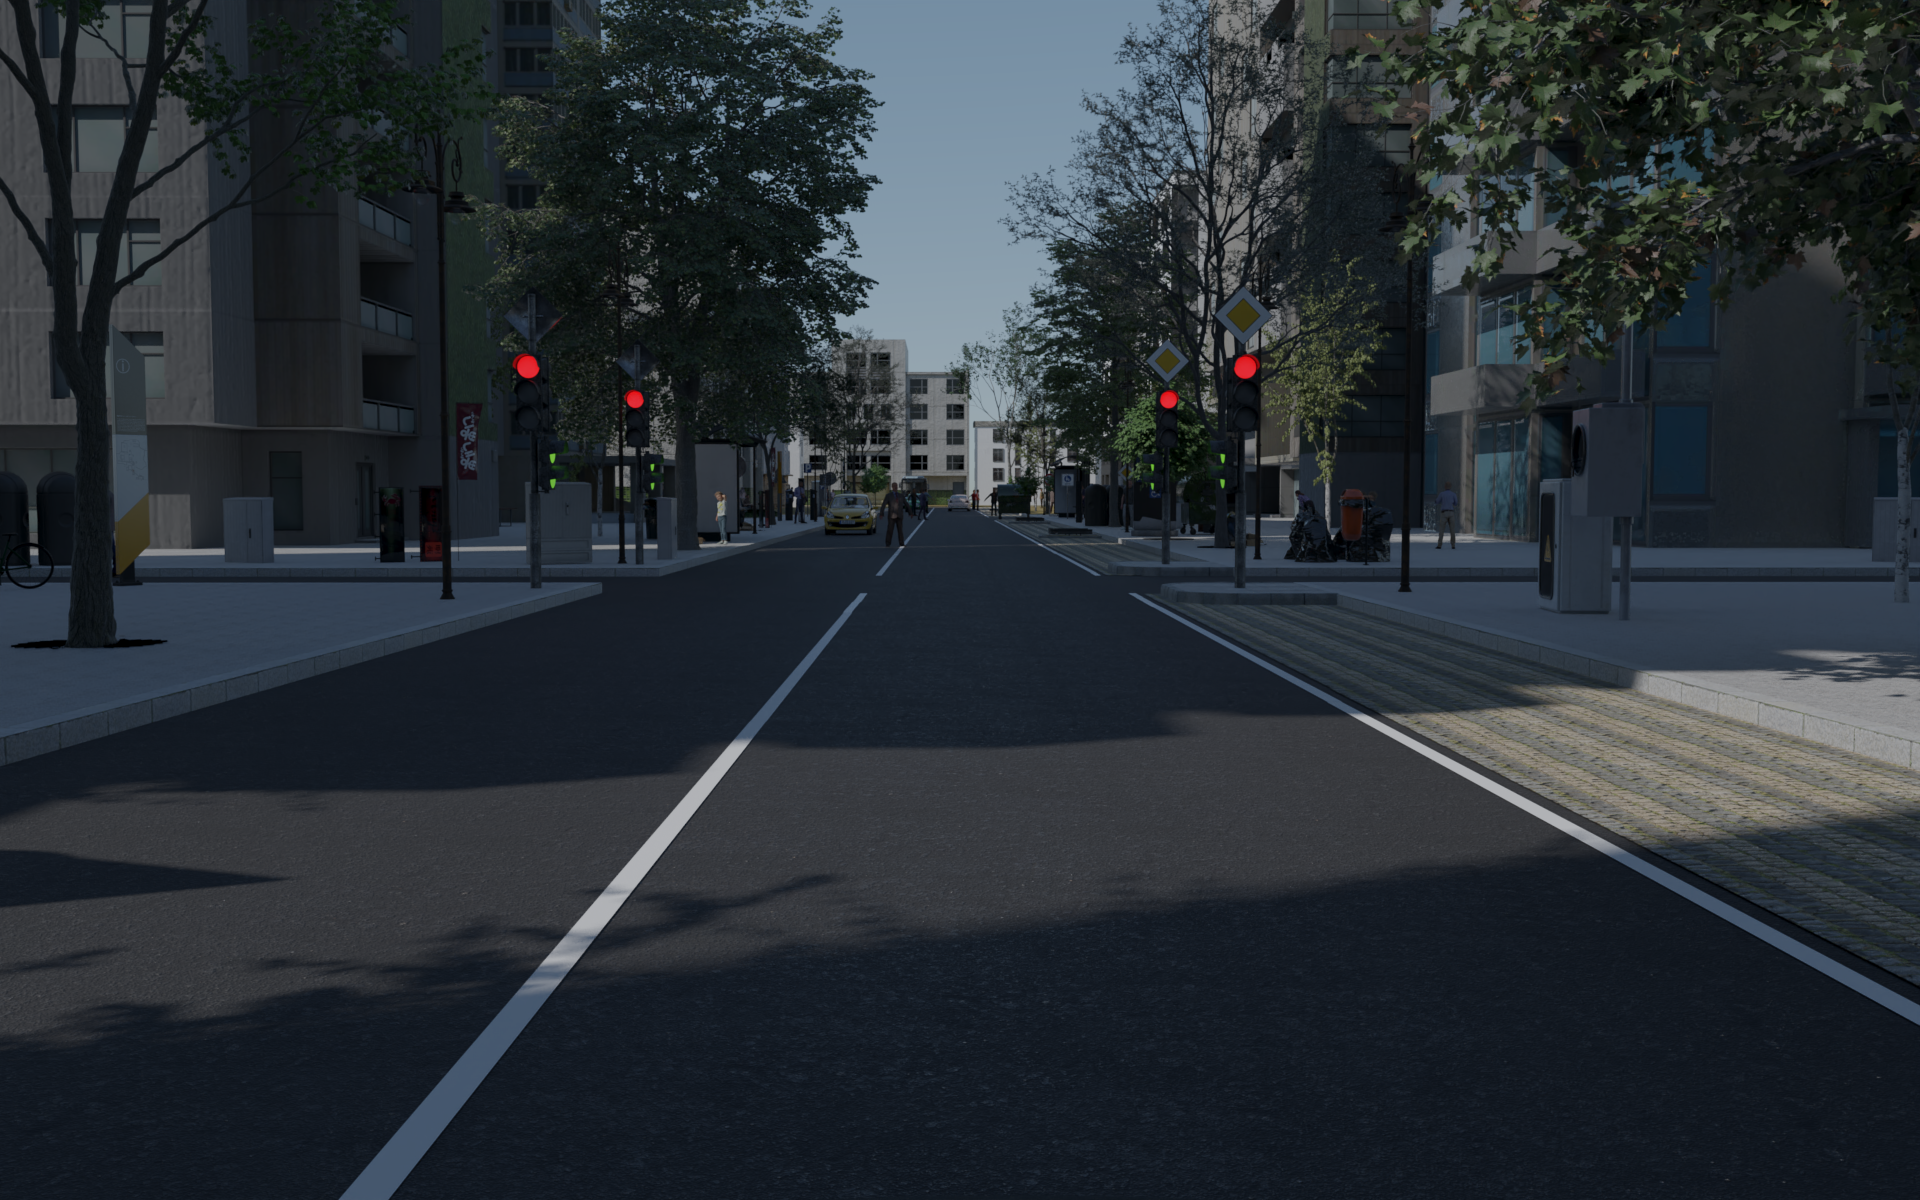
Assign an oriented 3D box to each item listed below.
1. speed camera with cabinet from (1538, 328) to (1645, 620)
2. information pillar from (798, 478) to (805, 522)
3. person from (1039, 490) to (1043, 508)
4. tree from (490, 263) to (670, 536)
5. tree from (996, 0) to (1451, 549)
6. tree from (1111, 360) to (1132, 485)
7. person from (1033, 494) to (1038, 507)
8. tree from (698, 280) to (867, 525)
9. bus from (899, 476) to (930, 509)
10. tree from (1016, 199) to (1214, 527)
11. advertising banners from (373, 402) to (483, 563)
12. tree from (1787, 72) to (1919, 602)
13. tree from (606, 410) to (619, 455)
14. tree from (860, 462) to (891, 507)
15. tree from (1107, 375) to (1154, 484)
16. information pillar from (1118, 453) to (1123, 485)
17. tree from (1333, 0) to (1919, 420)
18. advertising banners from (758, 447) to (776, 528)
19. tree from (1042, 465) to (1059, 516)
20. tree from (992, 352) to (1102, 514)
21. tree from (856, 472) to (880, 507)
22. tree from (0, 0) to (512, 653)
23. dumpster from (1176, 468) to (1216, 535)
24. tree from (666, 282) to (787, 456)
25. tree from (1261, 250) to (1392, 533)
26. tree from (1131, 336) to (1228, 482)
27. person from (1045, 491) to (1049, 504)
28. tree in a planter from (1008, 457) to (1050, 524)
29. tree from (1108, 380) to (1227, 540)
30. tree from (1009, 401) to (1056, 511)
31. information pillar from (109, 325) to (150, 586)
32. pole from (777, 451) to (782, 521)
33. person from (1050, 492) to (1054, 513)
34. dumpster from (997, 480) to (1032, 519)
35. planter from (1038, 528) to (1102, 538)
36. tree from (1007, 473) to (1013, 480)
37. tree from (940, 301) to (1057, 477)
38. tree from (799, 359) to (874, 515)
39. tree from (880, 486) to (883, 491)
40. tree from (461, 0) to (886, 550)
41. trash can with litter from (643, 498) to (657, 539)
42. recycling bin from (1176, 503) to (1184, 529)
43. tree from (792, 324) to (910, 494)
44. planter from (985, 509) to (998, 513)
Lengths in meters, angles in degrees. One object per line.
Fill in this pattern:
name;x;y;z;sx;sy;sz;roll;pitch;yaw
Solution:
speed camera with cabinet;6.671;-1.471;18.384;0.660;3.252;2.038;0;4;6
information pillar;-7.228;-4.557;79.004;0.304;2.012;0.304;0;4;-4
person;7.351;-9.205;156.640;0.705;1.812;1.348;0;4;-2
tree;-10.883;-6.254;52.619;4.737;8.622;4.395;0;3;0
tree;6.062;-7.963;40.560;12.009;13.543;11.850;0;3;0
tree;9.724;-8.548;90.114;4.737;8.622;4.395;0;3;0
person;7.275;-9.926;169.047;0.721;1.735;1.217;2;4;33
tree;-7.915;-8.410;71.913;8.767;10.594;7.601;-2;4;-28
bus;-4.581;-10.802;171.474;2.948;3.499;13.247;0;4;-2
tree;6.047;-9.083;66.626;7.486;12.596;7.792;0;3;0
advertising banners;-10.025;-2.237;32.757;2.074;3.025;0.090;-2;4;-32
tree;11.172;-4.263;20.063;4.737;8.622;4.395;0;3;0
tree;-22.099;-9.440;104.708;4.360;8.622;3.978;0;3;0
tree;-8.608;-11.856;177.562;4.285;4.588;4.351;0;3;0
tree;9.976;-9.064;98.553;4.360;8.622;3.978;0;3;0
information pillar;7.462;-5.459;80.616;0.183;3.616;0.504;-1;4;-19
tree;6.913;-5.716;10.472;9.611;12.733;9.660;0;3;0
advertising banners;-7.296;-4.238;65.471;0.090;3.025;2.074;-2;4;-24
tree;5.633;-6.455;100.147;1.663;3.219;1.824;0;3;0
tree;5.898;-10.915;112.867;8.767;10.594;7.601;3;4;36
tree;-8.018;-9.287;146.436;1.663;3.219;1.824;0;3;0
tree;-7.214;-5.405;14.120;9.928;11.665;9.643;0;3;0
dumpster;7.671;-3.197;54.761;1.502;2.255;1.985;0;4;-1
tree;-7.948;-6.661;59.262;4.360;8.622;3.978;0;3;0
tree;10.714;-6.175;51.328;4.737;8.622;4.395;0;3;0
tree;10.600;-7.896;79.463;4.737;8.622;4.395;0;3;0
person;8.723;-10.253;173.694;1.348;1.822;0.705;3;4;38
tree in a planter;3.341;-5.295;83.800;1.991;3.239;1.994;0;4;0
tree;5.813;-3.977;48.745;4.285;4.588;4.351;0;3;0
tree;5.624;-10.898;128.549;4.737;8.622;4.395;0;3;0
information pillar;-11.618;-2.010;24.224;0.183;3.616;0.504;2;4;32
pole;-8.573;-5.416;82.388;0.158;3.312;0.155;0;3;0
person;6.311;-6.751;116.973;0.990;1.755;0.434;2;4;35
dumpster;3.052;-5.669;97.635;1.985;2.255;1.502;0;4;-1
planter;3.566;-2.174;56.679;1.991;0.319;1.994;0;4;0
tree;4.712;-10.101;159.758;1.663;3.219;1.824;0;3;0
tree;4.397;-19.380;172.759;12.611;20.169;13.585;0;3;0
tree;-7.022;-8.705;92.690;4.360;8.622;3.978;0;3;0
tree;-8.525;-10.923;173.184;1.663;3.219;1.824;0;3;0
tree;-6.427;-8.124;39.476;9.857;13.997;8.962;0;3;0
trash can with litter;-8.674;-2.324;49.393;0.624;1.170;1.055;1;4;13
recycling bin;7.840;-3.160;64.214;0.722;1.027;0.722;3;5;40
tree;-7.498;-13.059;123.878;12.009;13.543;11.850;0;3;0
planter;2.923;-6.879;133.606;1.991;0.319;1.994;0;4;0
